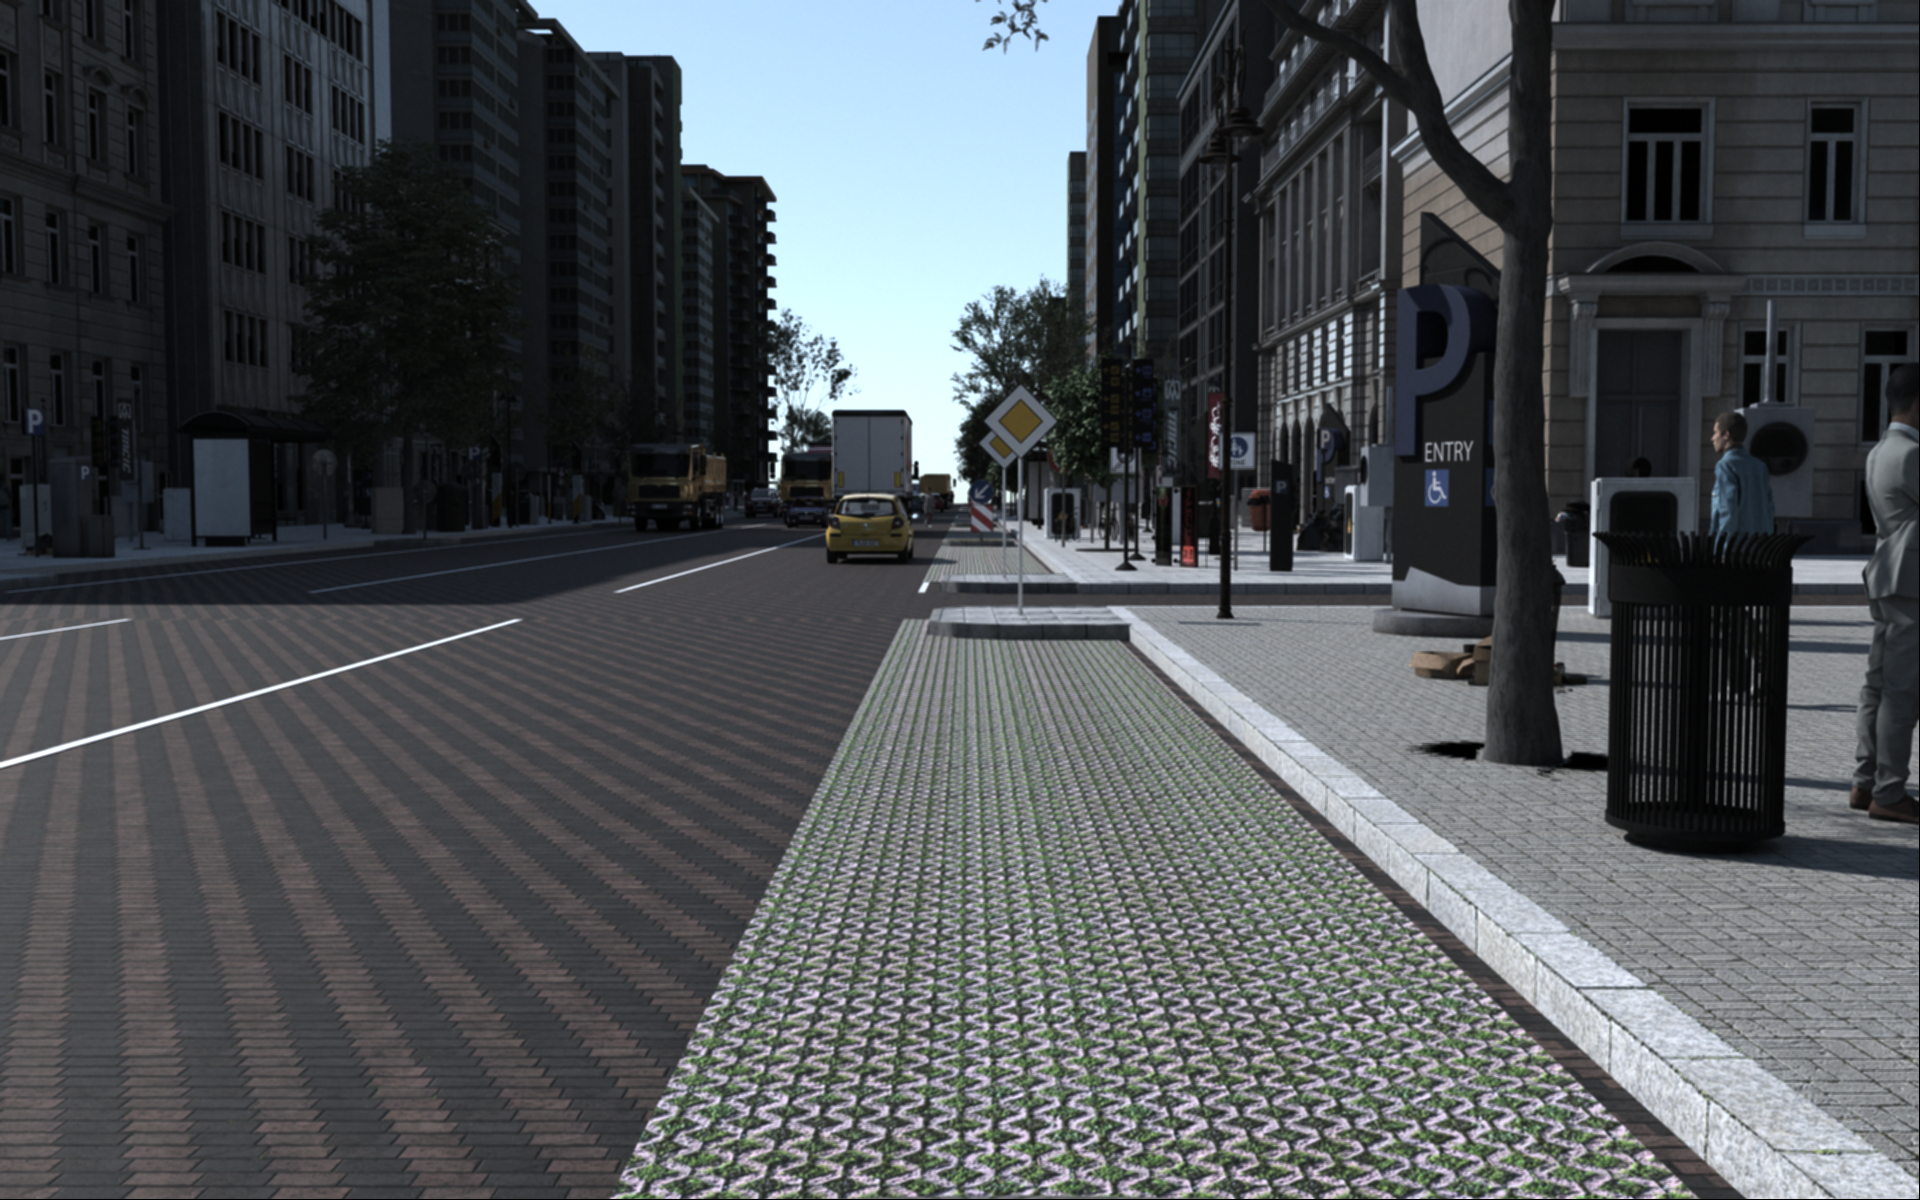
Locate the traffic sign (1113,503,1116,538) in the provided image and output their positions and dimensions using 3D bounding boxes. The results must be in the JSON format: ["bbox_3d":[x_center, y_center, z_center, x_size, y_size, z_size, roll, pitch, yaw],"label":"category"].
[{"bbox_3d":[4.535,-3.099,50.767,0.768,2.556,0.104,1,4,10],"label":"traffic sign"}]

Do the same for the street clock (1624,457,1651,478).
[{"bbox_3d":[13.364,-1.811,34.186,0.471,2.002,0.358,-1,4,-19],"label":"street clock"}]

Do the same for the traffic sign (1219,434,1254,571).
[{"bbox_3d":[4.616,-1.639,28.932,0.606,2.300,0.079,1,4,8],"label":"traffic sign"}]

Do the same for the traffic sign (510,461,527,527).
[{"bbox_3d":[-17.115,-4.087,66.921,0.768,2.556,0.104,0,4,7],"label":"traffic sign"}]

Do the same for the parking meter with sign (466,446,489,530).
[{"bbox_3d":[-17.565,-4.095,63.210,0.543,3.016,1.738,0,4,-7],"label":"parking meter with sign"}]

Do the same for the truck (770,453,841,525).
[{"bbox_3d":[-6.980,-5.339,83.216,3.469,3.379,9.791,0,4,1],"label":"truck"}]

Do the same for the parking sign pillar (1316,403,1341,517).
[{"bbox_3d":[10.928,-3.807,50.715,1.447,3.967,1.447,-1,4,-16],"label":"parking sign pillar"}]

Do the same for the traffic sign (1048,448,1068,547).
[{"bbox_3d":[2.504,-2.554,41.870,0.768,2.556,0.104,0,4,6],"label":"traffic sign"}]

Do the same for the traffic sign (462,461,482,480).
[{"bbox_3d":[-18.283,-3.965,64.932,0.768,2.556,0.104,0,4,2],"label":"traffic sign"}]

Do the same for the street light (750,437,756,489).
[{"bbox_3d":[-16.822,-10.273,140.754,0.468,5.910,1.993,0,4,0],"label":"street light"}]

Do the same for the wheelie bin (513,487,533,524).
[{"bbox_3d":[-18.604,-4.020,73.635,0.980,1.594,0.693,-2,4,-34],"label":"wheelie bin"}]

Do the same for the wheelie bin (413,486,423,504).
[{"bbox_3d":[-20.808,-3.543,65.839,0.693,1.594,0.980,3,5,45],"label":"wheelie bin"}]

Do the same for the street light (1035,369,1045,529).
[{"bbox_3d":[2.902,-5.517,62.998,0.468,5.910,1.993,0,4,0],"label":"street light"}]

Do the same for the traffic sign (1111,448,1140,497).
[{"bbox_3d":[3.289,-1.977,34.452,0.606,2.300,0.079,0,4,2],"label":"traffic sign"}]

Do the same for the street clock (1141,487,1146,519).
[{"bbox_3d":[9.599,-5.263,90.614,0.358,2.002,0.471,-2,4,-28],"label":"street clock"}]

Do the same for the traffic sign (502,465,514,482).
[{"bbox_3d":[-19.629,-4.616,75.578,0.768,2.556,0.104,0,4,6],"label":"traffic sign"}]

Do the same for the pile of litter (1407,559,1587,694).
[{"bbox_3d":[3.713,0.120,12.001,1.176,0.858,1.719,1,4,15],"label":"pile of litter"}]

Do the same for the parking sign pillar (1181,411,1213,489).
[{"bbox_3d":[7.843,-4.198,57.108,1.447,3.967,1.447,-2,4,-31],"label":"parking sign pillar"}]

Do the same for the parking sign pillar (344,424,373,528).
[{"bbox_3d":[-22.914,-4.769,66.441,1.447,3.967,1.447,-2,4,-33],"label":"parking sign pillar"}]

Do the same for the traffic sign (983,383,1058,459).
[{"bbox_3d":[0.658,-0.984,18.283,0.795,2.593,0.064,0,4,0],"label":"traffic sign"}]

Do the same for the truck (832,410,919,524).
[{"bbox_3d":[-3.031,-4.544,63.204,2.839,4.237,11.283,0,3,0],"label":"truck"}]

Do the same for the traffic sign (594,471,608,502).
[{"bbox_3d":[-19.522,-5.752,94.159,0.768,2.556,0.104,0,4,8],"label":"traffic sign"}]

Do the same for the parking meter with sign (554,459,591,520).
[{"bbox_3d":[-19.012,-5.431,85.050,1.738,3.016,0.543,-1,4,-20],"label":"parking meter with sign"}]

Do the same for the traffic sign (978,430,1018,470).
[{"bbox_3d":[0.692,-1.473,26.268,0.795,2.593,0.064,0,4,0],"label":"traffic sign"}]

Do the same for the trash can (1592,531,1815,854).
[{"bbox_3d":[2.706,0.324,6.361,0.748,1.137,0.748,0,3,0],"label":"trash can"}]

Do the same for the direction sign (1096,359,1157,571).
[{"bbox_3d":[2.797,-2.267,29.060,0.876,3.537,0.379,0,4,-1],"label":"direction sign"}]

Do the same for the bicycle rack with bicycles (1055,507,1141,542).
[{"bbox_3d":[3.705,-2.081,47.407,2.852,0.926,2.925,0,4,7],"label":"bicycle rack with bicycles"}]

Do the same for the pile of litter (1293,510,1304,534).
[{"bbox_3d":[11.039,-2.607,56.586,1.719,0.858,1.176,-2,4,-30],"label":"pile of litter"}]

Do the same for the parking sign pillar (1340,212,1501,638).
[{"bbox_3d":[4.583,-1.685,16.021,1.447,3.967,1.447,-1,4,-22],"label":"parking sign pillar"}]

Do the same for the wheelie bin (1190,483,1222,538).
[{"bbox_3d":[6.967,-2.608,50.542,0.980,1.594,0.693,-1,4,-20],"label":"wheelie bin"}]

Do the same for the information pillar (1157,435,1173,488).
[{"bbox_3d":[5.979,-3.614,50.445,0.504,3.616,0.183,0,4,4],"label":"information pillar"}]

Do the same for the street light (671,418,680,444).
[{"bbox_3d":[-16.882,-7.970,103.096,0.468,5.910,1.993,0,4,0],"label":"street light"}]

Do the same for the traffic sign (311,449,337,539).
[{"bbox_3d":[-17.978,-2.989,48.973,0.768,2.556,0.104,0,4,6],"label":"traffic sign"}]

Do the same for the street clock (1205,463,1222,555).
[{"bbox_3d":[5.378,-1.956,36.543,0.358,2.002,0.471,3,5,39],"label":"street clock"}]

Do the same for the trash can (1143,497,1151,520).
[{"bbox_3d":[9.407,-4.530,85.725,0.748,1.137,0.748,0,3,0],"label":"trash can"}]

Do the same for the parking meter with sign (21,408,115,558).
[{"bbox_3d":[-17.966,-2.369,34.991,1.738,3.016,0.543,1,4,11],"label":"parking meter with sign"}]

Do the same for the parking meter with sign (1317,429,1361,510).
[{"bbox_3d":[10.304,-3.031,45.822,0.543,3.016,1.738,-3,5,-42],"label":"parking meter with sign"}]

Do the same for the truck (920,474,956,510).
[{"bbox_3d":[-2.247,-10.301,164.348,3.469,3.379,9.791,0,4,2],"label":"truck"}]

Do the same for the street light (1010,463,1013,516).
[{"bbox_3d":[2.985,-7.821,100.656,0.468,5.910,1.993,0,4,0],"label":"street light"}]

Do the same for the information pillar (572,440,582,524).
[{"bbox_3d":[-16.572,-5.111,74.920,0.504,3.616,0.183,2,4,33],"label":"information pillar"}]

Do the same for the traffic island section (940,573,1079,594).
[{"bbox_3d":[0.716,-0.249,26.350,2.009,0.180,2.903,0,4,0],"label":"traffic island section"}]

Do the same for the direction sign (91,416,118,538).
[{"bbox_3d":[-24.809,-3.574,50.431,0.876,3.537,0.379,0,4,-2],"label":"direction sign"}]

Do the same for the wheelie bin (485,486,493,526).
[{"bbox_3d":[-19.101,-3.782,69.745,0.693,1.594,0.980,-1,4,-13],"label":"wheelie bin"}]

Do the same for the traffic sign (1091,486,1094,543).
[{"bbox_3d":[3.465,-2.767,45.341,0.768,2.556,0.104,0,4,2],"label":"traffic sign"}]

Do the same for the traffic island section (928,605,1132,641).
[{"bbox_3d":[0.682,0.240,18.365,2.009,0.180,2.903,0,4,0],"label":"traffic island section"}]

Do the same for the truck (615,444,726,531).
[{"bbox_3d":[-11.264,-4.472,69.041,3.469,3.379,9.791,0,4,0],"label":"truck"}]

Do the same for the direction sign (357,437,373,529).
[{"bbox_3d":[-21.859,-4.382,63.651,0.876,3.537,0.379,2,4,35],"label":"direction sign"}]

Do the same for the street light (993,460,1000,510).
[{"bbox_3d":[3.126,-10.164,138.973,0.468,5.910,1.993,0,4,0],"label":"street light"}]

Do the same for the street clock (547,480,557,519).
[{"bbox_3d":[-20.924,-5.156,88.863,0.358,2.002,0.471,2,4,29],"label":"street clock"}]

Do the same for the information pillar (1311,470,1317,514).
[{"bbox_3d":[11.000,-2.988,53.343,0.304,2.012,0.304,1,4,20],"label":"information pillar"}]

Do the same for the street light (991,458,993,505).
[{"bbox_3d":[3.353,-12.467,176.630,0.468,5.910,1.993,0,4,0],"label":"street light"}]

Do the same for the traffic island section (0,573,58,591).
[{"bbox_3d":[-15.225,-0.253,26.422,2.009,0.180,2.903,0,4,0],"label":"traffic island section"}]

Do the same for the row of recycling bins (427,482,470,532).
[{"bbox_3d":[-17.766,-3.249,60.240,1.069,1.692,3.534,-1,4,-21],"label":"row of recycling bins"}]

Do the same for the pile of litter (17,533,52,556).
[{"bbox_3d":[-18.854,-1.378,36.495,1.719,0.858,1.176,-1,4,-10],"label":"pile of litter"}]

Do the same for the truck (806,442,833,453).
[{"bbox_3d":[-6.758,-6.467,94.649,2.839,4.237,11.283,0,4,2],"label":"truck"}]
